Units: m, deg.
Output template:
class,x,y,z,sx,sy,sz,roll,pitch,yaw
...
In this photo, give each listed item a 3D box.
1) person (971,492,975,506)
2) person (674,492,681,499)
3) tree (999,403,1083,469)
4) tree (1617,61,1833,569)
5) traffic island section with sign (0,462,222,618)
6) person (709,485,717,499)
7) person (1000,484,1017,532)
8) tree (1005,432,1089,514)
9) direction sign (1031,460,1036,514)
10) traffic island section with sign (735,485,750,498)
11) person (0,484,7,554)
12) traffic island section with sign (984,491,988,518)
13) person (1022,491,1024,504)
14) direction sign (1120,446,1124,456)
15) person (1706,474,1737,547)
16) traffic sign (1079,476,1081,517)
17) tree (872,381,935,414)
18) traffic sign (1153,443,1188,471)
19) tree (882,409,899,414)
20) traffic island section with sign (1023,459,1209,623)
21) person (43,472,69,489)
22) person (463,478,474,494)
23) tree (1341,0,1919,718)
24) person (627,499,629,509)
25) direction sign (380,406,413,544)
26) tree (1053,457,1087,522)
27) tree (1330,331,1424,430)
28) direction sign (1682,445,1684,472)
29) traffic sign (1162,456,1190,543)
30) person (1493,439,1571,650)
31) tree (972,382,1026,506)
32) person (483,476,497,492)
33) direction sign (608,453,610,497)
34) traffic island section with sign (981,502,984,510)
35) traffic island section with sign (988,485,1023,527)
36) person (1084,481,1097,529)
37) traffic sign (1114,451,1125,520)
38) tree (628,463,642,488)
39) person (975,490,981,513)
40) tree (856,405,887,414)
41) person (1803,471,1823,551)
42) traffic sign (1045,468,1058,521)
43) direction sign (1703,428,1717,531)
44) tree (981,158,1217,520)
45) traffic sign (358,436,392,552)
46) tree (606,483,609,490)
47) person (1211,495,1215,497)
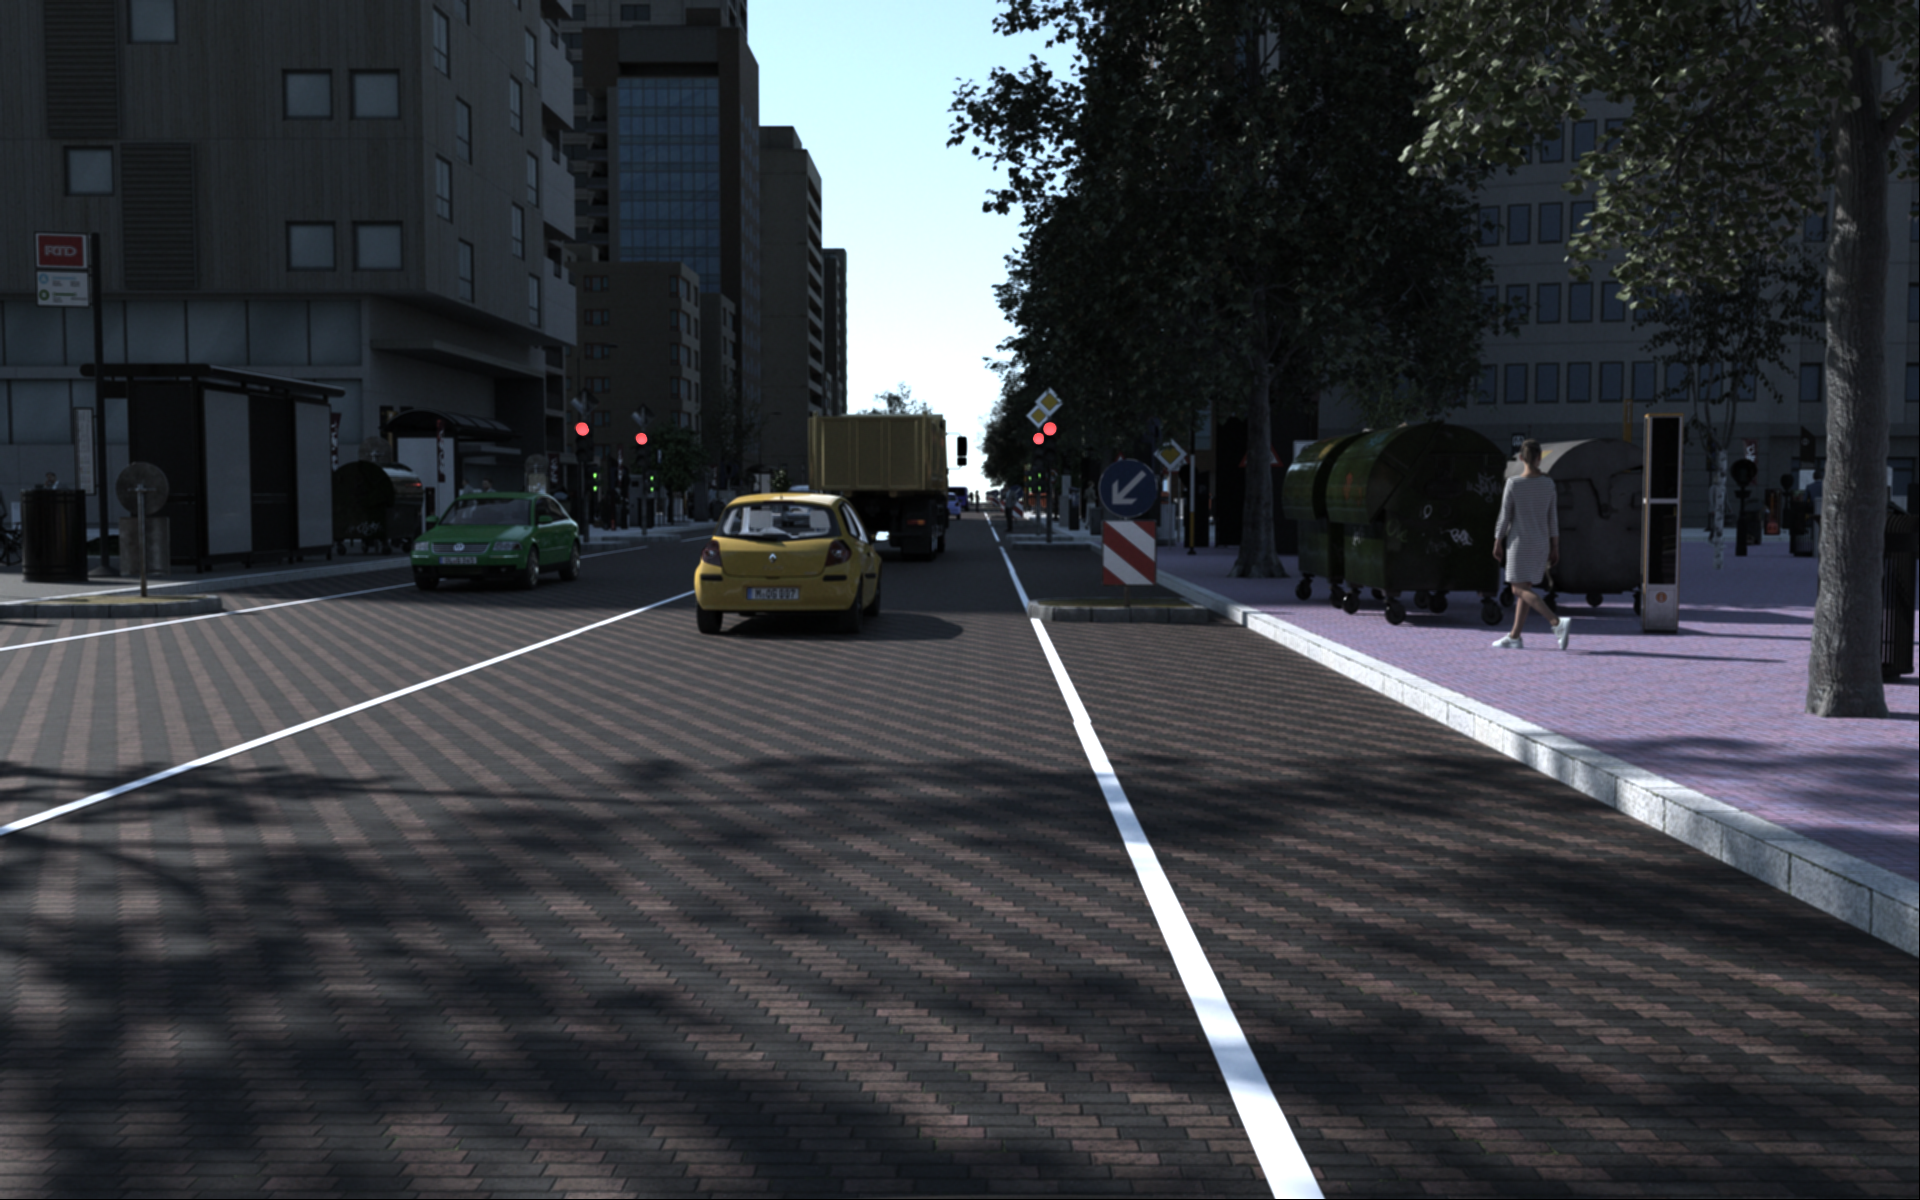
class,x,y,z,sx,sy,sz,roll,pitch,yaw
person,1.505,-12.435,212.524,1.217,1.735,0.721,2,4,24
person,-18.566,-6.592,114.102,0.520,1.790,0.573,-2,4,-33
tree,6.570,-12.520,139.116,7.601,10.594,8.767,0,4,4
tree,13.152,-4.847,29.613,4.360,8.622,3.978,0,3,0
traffic island section with sign,-10.117,-0.751,20.914,1.989,1.847,2.006,0,4,1
person,-14.280,-5.721,99.847,0.793,1.790,0.793,1,4,9
person,1.865,-3.527,66.342,0.473,1.802,0.592,-3,4,-37
tree,5.542,-6.591,91.472,4.285,4.588,4.351,0,3,0
direction sign,4.760,-7.276,110.960,0.379,3.537,0.876,2,4,31
traffic island section with sign,-9.595,-4.155,76.555,1.989,1.847,2.006,0,4,1
person,-20.505,-1.853,36.519,0.709,1.800,0.728,-1,4,-18
traffic island section with sign,2.587,-5.777,103.075,1.989,1.847,2.006,0,4,1
person,7.954,-12.875,216.541,0.705,1.826,1.348,0,4,-7
direction sign,7.534,-5.430,80.785,0.379,3.537,0.876,1,4,15
person,18.386,-2.182,41.901,0.709,1.800,0.728,-1,4,-21
traffic sign,6.763,-5.970,97.715,0.768,2.556,0.104,0,4,1
tree,-8.807,-26.412,287.721,12.611,20.169,13.585,0,3,0
traffic sign,4.836,-2.445,39.715,0.795,2.593,0.064,0,4,5
tree,-10.591,-20.754,249.702,12.009,13.543,11.850,0,3,0
traffic island section with sign,1.795,-0.712,20.263,1.989,1.847,2.006,0,4,1
person,-21.776,-2.173,41.754,0.592,1.802,0.473,1,4,20
person,-16.632,-3.205,58.546,0.391,1.810,0.635,0,4,-5
tree,4.920,-5.625,10.094,7.486,12.596,7.792,0,3,0
person,-18.329,-5.555,97.212,0.694,1.780,0.624,2,4,25
direction sign,-14.501,-3.222,44.681,0.876,3.537,0.379,-3,4,-39
tree,4.746,-5.200,79.615,1.663,3.219,1.824,0,3,0
tree,15.166,-6.837,62.145,4.737,8.622,4.395,0,3,0
direction sign,25.285,-4.232,61.194,0.876,3.537,0.379,-2,4,-33
traffic sign,5.758,-2.787,45.571,0.884,2.594,0.081,0,4,7
person,4.712,-0.454,14.210,0.466,1.731,0.760,-3,5,-40
tree,6.219,-16.955,187.583,12.009,13.543,11.850,0,3,0
person,-9.940,-1.688,36.295,0.606,1.804,0.583,3,5,41
direction sign,-19.630,-6.415,96.877,0.379,3.537,0.876,-1,4,-18
traffic island section with sign,3.066,-8.830,152.990,1.989,1.847,2.006,0,4,1
traffic island section with sign,2.327,-4.108,75.796,1.989,1.847,2.006,0,4,1
person,4.770,-3.437,62.794,0.362,1.759,0.519,-3,5,-43
traffic sign,4.891,-3.232,52.852,0.884,2.594,0.081,0,4,5
tree,-17.106,-6.002,92.740,1.663,3.219,1.824,0,3,0
person,1.423,-7.676,134.729,0.721,1.735,1.217,1,4,18
tree,-11.358,-18.743,223.451,9.611,12.733,9.660,0,3,0
person,19.273,-1.994,38.822,0.721,1.800,0.419,1,4,15
traffic sign,4.425,-5.095,83.404,0.768,2.556,0.104,0,4,6
direction sign,25.752,-4.124,59.425,0.379,3.537,0.876,0,4,6
tree,5.707,-9.766,66.324,9.857,13.997,8.962,0,3,0
traffic sign,-12.892,-2.330,38.201,0.768,2.556,0.104,0,4,2
tree,-25.008,-8.070,126.552,1.663,3.219,1.824,0,3,0
person,11.753,-4.217,79.667,0.352,1.250,0.332,-1,4,-15
